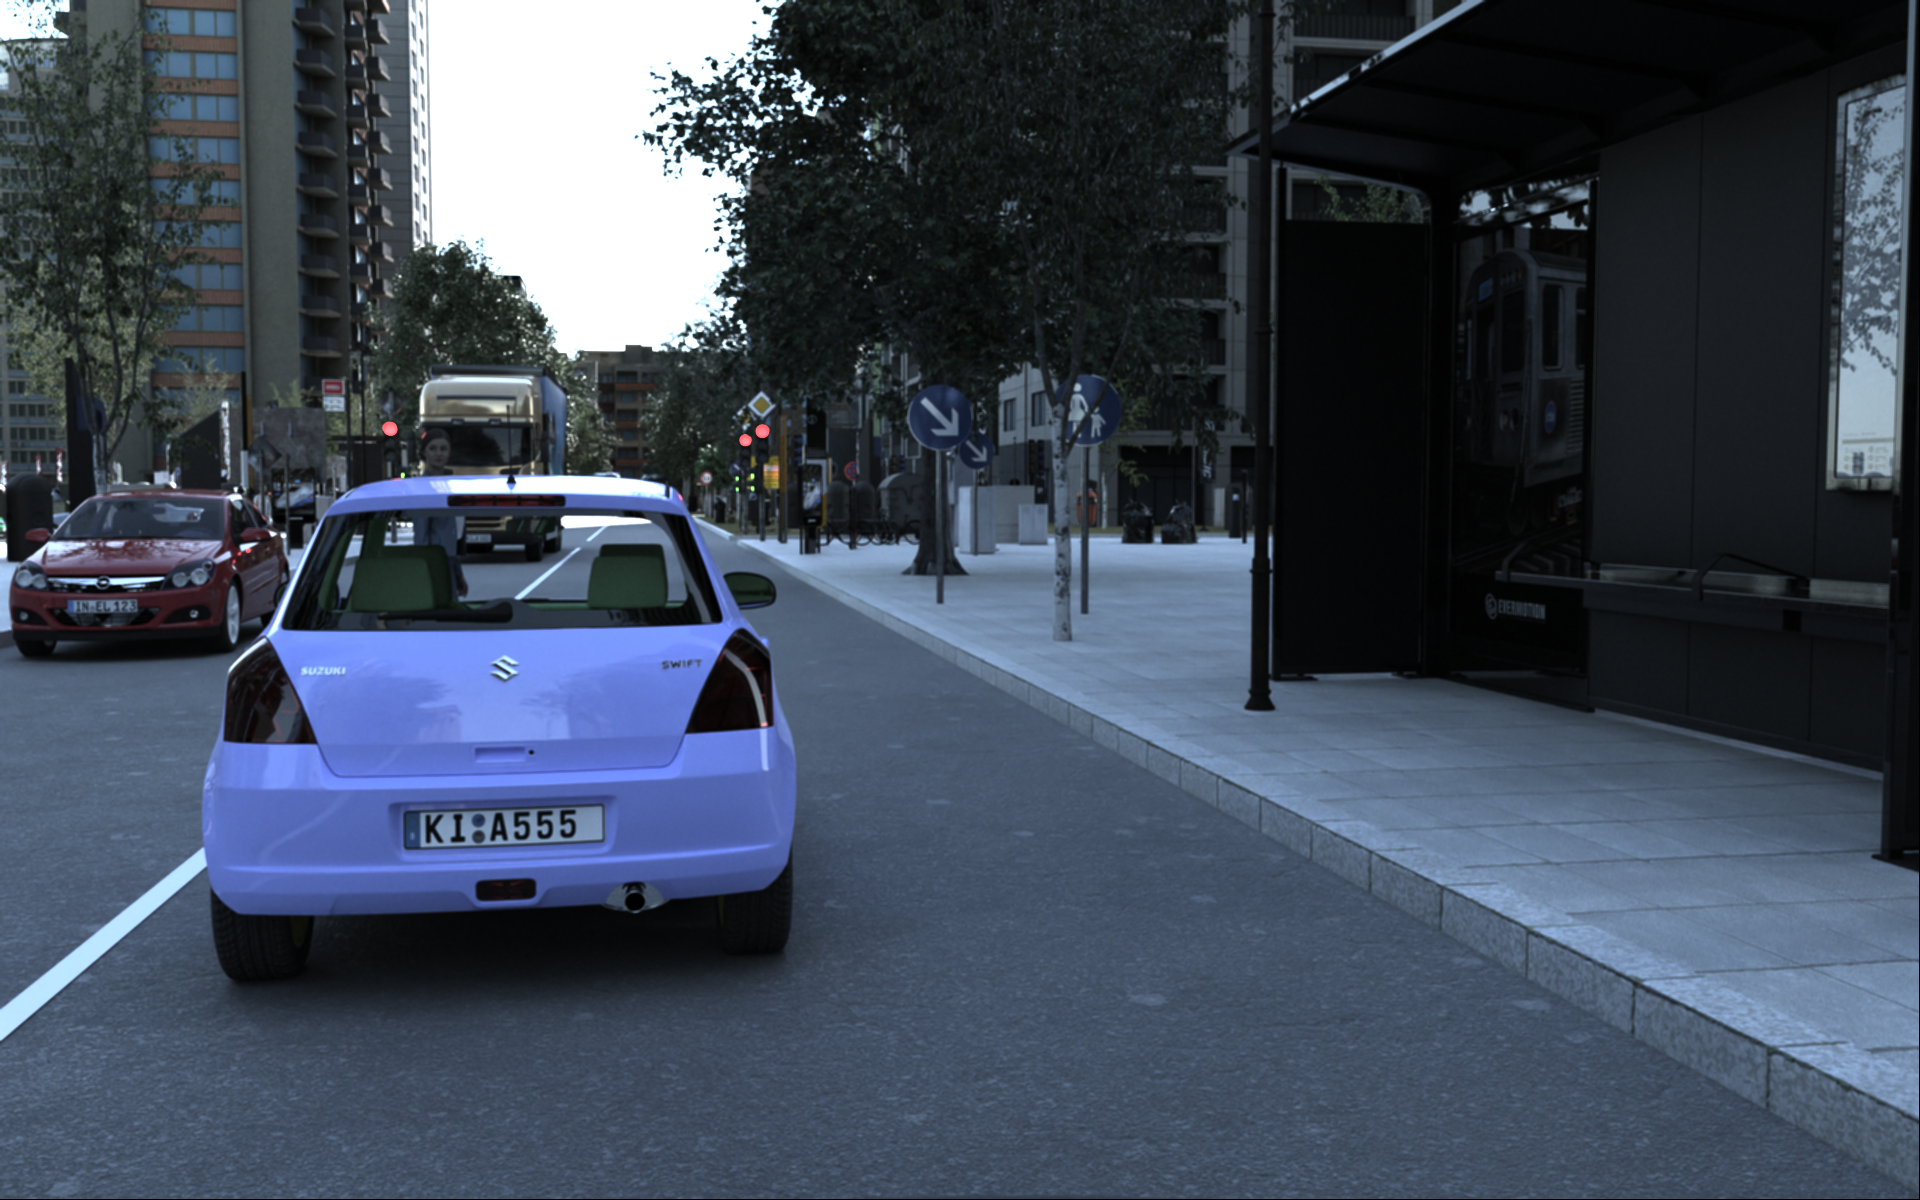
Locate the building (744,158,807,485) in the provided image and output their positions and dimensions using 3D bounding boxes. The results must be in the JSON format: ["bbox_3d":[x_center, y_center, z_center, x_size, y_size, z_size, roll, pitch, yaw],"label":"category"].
[{"bbox_3d":[-21.427,-35.714,234.036,14.200,45.320,14.600,-1,4,-10],"label":"building"}]

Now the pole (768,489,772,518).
[{"bbox_3d":[-10.343,-6.136,94.164,0.158,3.312,0.155,0,3,0],"label":"pole"}]

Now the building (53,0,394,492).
[{"bbox_3d":[-57.201,-29.465,136.369,22.147,44.769,28.867,-1,4,-10],"label":"building"}]

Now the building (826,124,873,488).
[{"bbox_3d":[-0.995,-52.059,163.838,22.319,86.520,31.000,-1,4,-10],"label":"building"}]

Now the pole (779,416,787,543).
[{"bbox_3d":[-4.596,-3.132,45.052,0.158,3.312,0.155,0,3,0],"label":"pole"}]

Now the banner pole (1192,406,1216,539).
[{"bbox_3d":[6.880,-3.625,49.281,0.863,3.779,0.401,0,4,3],"label":"banner pole"}]

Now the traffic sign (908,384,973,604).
[{"bbox_3d":[-0.232,-1.231,20.226,0.768,2.556,0.104,0,4,-7],"label":"traffic sign"}]

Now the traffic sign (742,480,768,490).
[{"bbox_3d":[-13.629,-7.341,113.906,2.265,3.308,0.079,0,4,-6],"label":"traffic sign"}]

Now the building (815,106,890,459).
[{"bbox_3d":[-8.820,-30.769,186.670,14.154,41.232,14.086,-1,4,-10],"label":"building"}]

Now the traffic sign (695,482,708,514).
[{"bbox_3d":[-16.337,-6.716,109.811,0.884,2.594,0.081,0,4,-2],"label":"traffic sign"}]

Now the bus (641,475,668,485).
[{"bbox_3d":[-30.204,-10.751,170.633,2.948,3.499,13.247,-1,4,-11],"label":"bus"}]

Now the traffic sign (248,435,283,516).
[{"bbox_3d":[-13.686,-2.006,33.981,0.795,2.450,0.064,0,4,-4],"label":"traffic sign"}]

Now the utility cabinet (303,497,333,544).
[{"bbox_3d":[-16.637,-2.037,44.461,1.020,1.237,0.306,0,4,2],"label":"utility cabinet"}]

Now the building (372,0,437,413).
[{"bbox_3d":[-63.979,-44.930,172.851,20.611,71.187,20.563,-1,4,-10],"label":"building"}]

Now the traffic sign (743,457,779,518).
[{"bbox_3d":[-10.399,-6.014,92.208,2.265,3.308,0.079,0,4,-6],"label":"traffic sign"}]

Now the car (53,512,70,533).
[{"bbox_3d":[-22.981,-2.157,47.267,4.499,1.417,2.014,-1,4,-11],"label":"car"}]

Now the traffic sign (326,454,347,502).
[{"bbox_3d":[-20.037,-3.388,55.494,0.768,2.556,0.104,0,4,-5],"label":"traffic sign"}]

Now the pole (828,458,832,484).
[{"bbox_3d":[-7.330,-6.350,97.671,0.158,3.312,0.155,0,3,0],"label":"pole"}]

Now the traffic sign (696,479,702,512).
[{"bbox_3d":[-18.439,-7.552,123.587,0.768,2.556,0.104,0,4,-8],"label":"traffic sign"}]

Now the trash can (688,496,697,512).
[{"bbox_3d":[-18.952,-6.796,122.766,0.748,1.137,0.748,0,3,0],"label":"trash can"}]

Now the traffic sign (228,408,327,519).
[{"bbox_3d":[-16.104,-2.873,40.848,2.265,3.308,0.079,0,4,-4],"label":"traffic sign"}]

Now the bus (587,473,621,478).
[{"bbox_3d":[-29.958,-9.242,145.959,2.948,3.499,13.247,-1,4,-9],"label":"bus"}]

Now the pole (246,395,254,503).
[{"bbox_3d":[-14.701,-2.566,35.799,0.158,3.312,0.155,0,3,0],"label":"pole"}]

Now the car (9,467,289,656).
[{"bbox_3d":[-7.731,-0.474,16.794,2.155,1.783,4.494,-1,4,-12],"label":"car"}]

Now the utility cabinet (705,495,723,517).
[{"bbox_3d":[-14.086,-5.379,99.106,1.020,1.237,0.306,0,4,-4],"label":"utility cabinet"}]

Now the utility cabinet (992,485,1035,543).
[{"bbox_3d":[1.328,-2.215,44.889,1.173,1.500,0.318,-1,4,-19],"label":"utility cabinet"}]

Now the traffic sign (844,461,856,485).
[{"bbox_3d":[-4.066,-4.066,66.583,0.768,2.556,0.104,-1,4,-9],"label":"traffic sign"}]

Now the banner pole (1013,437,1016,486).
[{"bbox_3d":[2.391,-5.254,75.912,0.401,3.779,0.863,0,4,1],"label":"banner pole"}]

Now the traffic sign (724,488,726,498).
[{"bbox_3d":[-17.650,-7.951,130.110,0.768,2.556,0.104,-1,4,-9],"label":"traffic sign"}]

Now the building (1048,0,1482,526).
[{"bbox_3d":[13.816,-39.167,78.639,20.611,71.187,20.563,-1,4,-10],"label":"building"}]

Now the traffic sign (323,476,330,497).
[{"bbox_3d":[-21.433,-3.567,58.420,0.768,2.556,0.104,0,4,-3],"label":"traffic sign"}]

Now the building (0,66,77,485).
[{"bbox_3d":[-84.809,-28.858,163.710,23.993,40.220,32.217,-1,4,-10],"label":"building"}]

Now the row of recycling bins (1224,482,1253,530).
[{"bbox_3d":[10.053,-3.395,62.622,1.069,1.692,3.534,1,4,8],"label":"row of recycling bins"}]

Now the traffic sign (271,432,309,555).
[{"bbox_3d":[-14.026,-2.209,36.115,0.884,2.594,0.081,0,4,-8],"label":"traffic sign"}]

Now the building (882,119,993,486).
[{"bbox_3d":[4.352,-41.797,121.635,20.563,71.187,20.611,-1,4,-10],"label":"building"}]

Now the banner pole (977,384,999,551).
[{"bbox_3d":[0.583,-3.026,39.498,0.401,3.779,0.863,-2,4,-29],"label":"banner pole"}]

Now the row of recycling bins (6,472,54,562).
[{"bbox_3d":[-19.019,-1.558,32.578,3.534,1.692,1.069,-1,4,-20],"label":"row of recycling bins"}]

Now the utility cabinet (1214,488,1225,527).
[{"bbox_3d":[10.162,-3.566,66.985,0.318,1.500,1.173,2,4,28],"label":"utility cabinet"}]

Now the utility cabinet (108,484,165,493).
[{"bbox_3d":[-18.051,-1.787,37.901,0.318,1.500,1.173,3,5,44],"label":"utility cabinet"}]

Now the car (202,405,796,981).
[{"bbox_3d":[-1.624,0.188,6.522,1.945,1.707,3.694,-1,4,-12],"label":"car"}]

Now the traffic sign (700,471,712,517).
[{"bbox_3d":[-14.158,-5.917,96.842,0.768,2.556,0.104,0,4,-2],"label":"traffic sign"}]

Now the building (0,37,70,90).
[{"bbox_3d":[-109.085,-41.616,222.423,28.212,58.520,21.231,-1,4,-10],"label":"building"}]

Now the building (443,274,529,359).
[{"bbox_3d":[-63.899,-27.857,227.161,14.107,30.474,14.160,-1,4,-10],"label":"building"}]

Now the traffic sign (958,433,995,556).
[{"bbox_3d":[0.336,-2.197,36.026,0.768,2.556,0.104,-1,4,-8],"label":"traffic sign"}]

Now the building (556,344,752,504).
[{"bbox_3d":[-44.014,-24.066,238.520,28.899,21.520,27.650,-1,4,-10],"label":"building"}]

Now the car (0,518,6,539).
[{"bbox_3d":[-28.509,-2.342,47.094,4.718,1.807,1.959,-1,4,-12],"label":"car"}]

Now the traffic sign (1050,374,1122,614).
[{"bbox_3d":[1.336,-1.125,18.493,0.768,2.556,0.104,0,4,-1],"label":"traffic sign"}]

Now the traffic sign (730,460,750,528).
[{"bbox_3d":[-8.262,-3.976,65.121,0.768,2.556,0.104,0,4,-8],"label":"traffic sign"}]

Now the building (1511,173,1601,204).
[{"bbox_3d":[45.225,-33.360,87.442,28.212,58.520,21.231,-1,4,-10],"label":"building"}]
